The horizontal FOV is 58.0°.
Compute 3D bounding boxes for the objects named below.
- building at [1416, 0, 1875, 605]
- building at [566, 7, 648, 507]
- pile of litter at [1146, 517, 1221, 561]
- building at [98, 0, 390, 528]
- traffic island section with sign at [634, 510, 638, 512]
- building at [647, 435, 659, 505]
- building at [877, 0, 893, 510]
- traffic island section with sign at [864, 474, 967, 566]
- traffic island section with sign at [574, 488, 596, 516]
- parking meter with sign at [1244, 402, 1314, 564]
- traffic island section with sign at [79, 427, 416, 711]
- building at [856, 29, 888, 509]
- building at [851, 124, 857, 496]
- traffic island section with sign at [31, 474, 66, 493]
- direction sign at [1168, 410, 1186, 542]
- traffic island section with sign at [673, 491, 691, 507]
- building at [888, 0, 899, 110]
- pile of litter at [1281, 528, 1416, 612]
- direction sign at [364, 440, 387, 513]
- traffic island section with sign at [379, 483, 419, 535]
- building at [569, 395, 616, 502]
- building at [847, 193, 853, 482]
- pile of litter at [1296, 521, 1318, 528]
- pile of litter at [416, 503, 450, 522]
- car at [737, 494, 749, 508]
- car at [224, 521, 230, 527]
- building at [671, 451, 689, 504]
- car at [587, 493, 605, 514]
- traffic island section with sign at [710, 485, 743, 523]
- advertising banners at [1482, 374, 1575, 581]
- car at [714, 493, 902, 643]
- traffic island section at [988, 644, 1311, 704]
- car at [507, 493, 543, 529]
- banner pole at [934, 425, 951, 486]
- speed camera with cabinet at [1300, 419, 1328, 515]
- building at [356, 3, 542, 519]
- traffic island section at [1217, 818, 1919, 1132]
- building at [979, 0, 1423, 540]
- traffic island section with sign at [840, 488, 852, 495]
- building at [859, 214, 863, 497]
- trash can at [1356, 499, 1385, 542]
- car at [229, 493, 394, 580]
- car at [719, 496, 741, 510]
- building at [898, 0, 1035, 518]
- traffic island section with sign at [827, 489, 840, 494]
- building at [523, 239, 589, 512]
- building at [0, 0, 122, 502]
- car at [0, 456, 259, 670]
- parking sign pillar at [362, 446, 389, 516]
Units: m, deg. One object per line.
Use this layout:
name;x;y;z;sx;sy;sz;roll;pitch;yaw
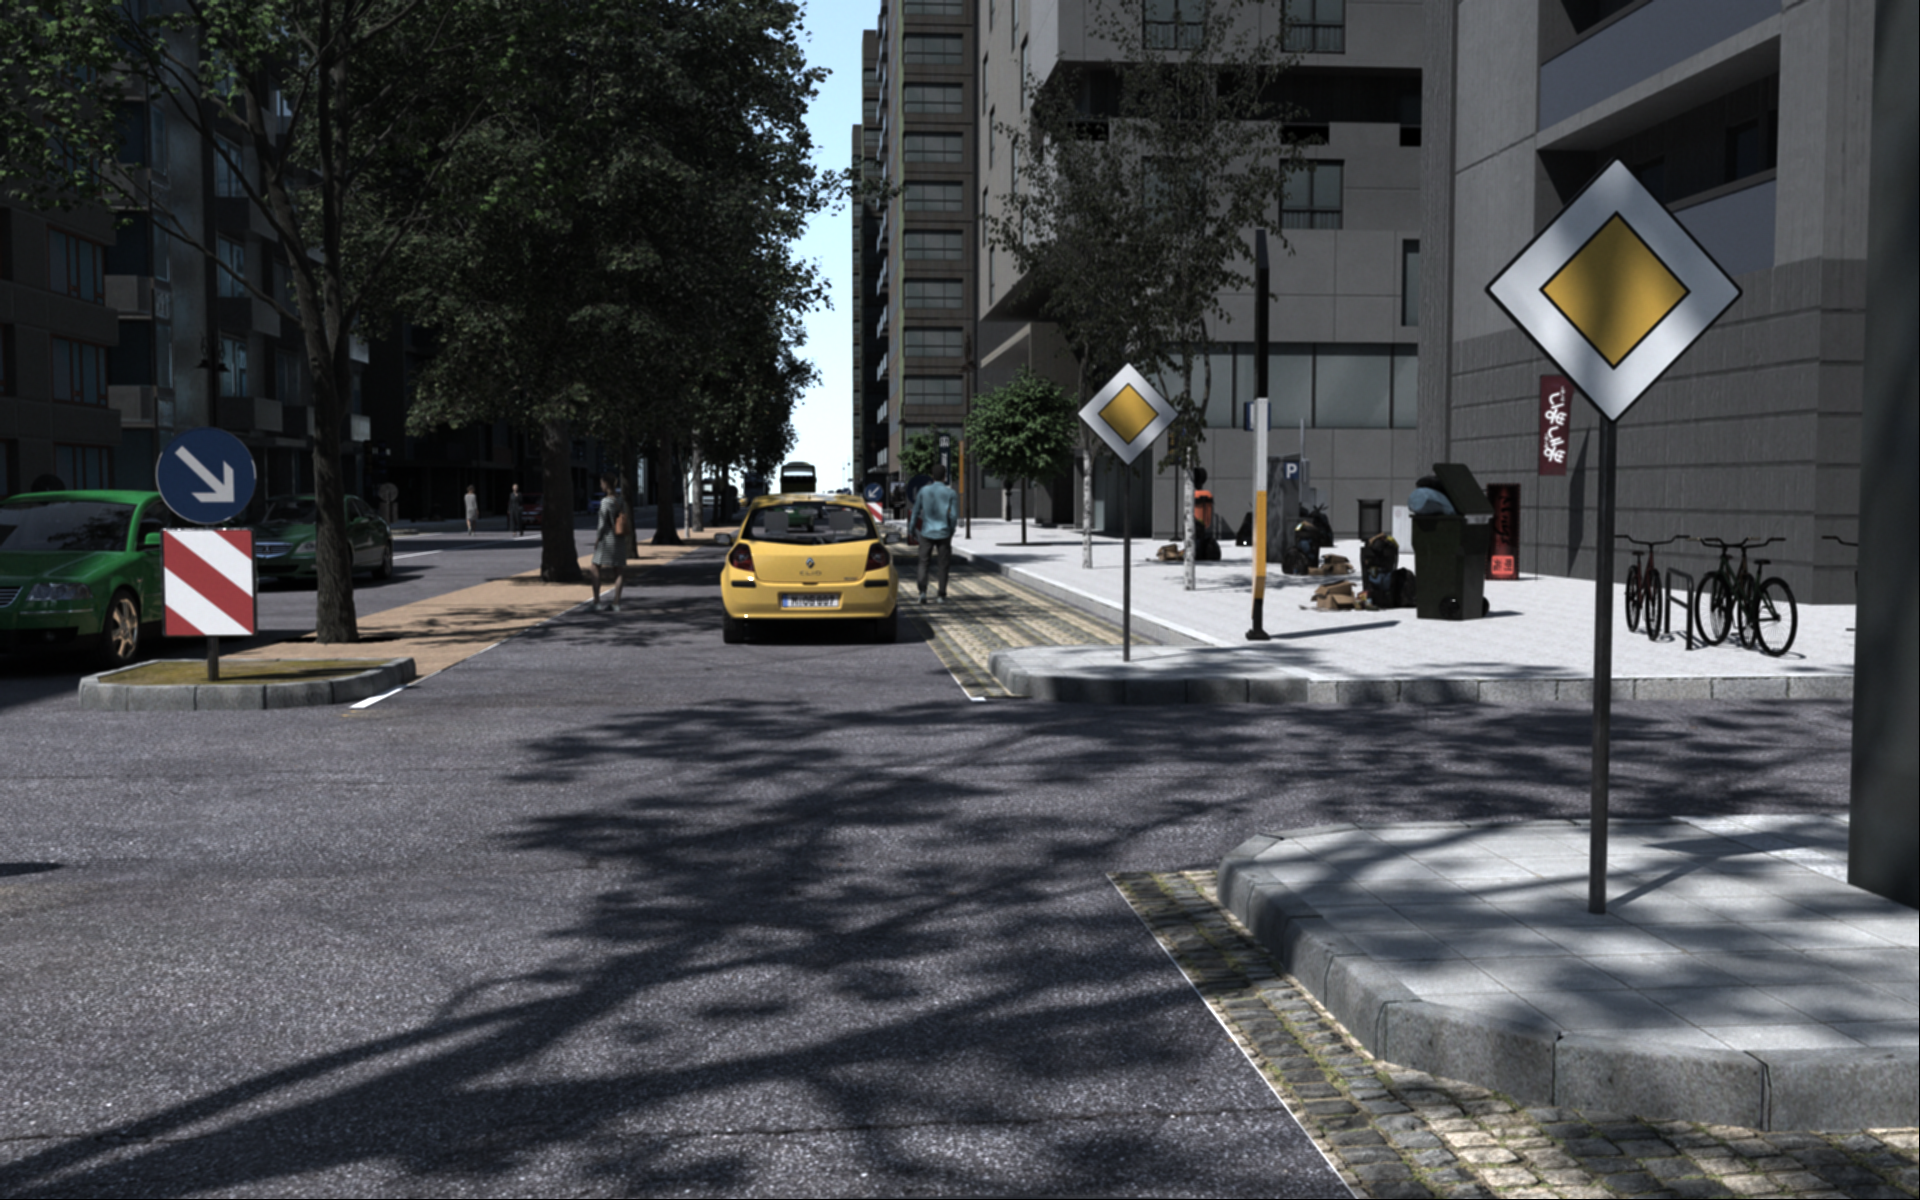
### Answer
building;23.414;-29.473;23.883;28.212;58.520;21.231;0;4;-5
building;-44.291;-53.240;183.147;22.319;86.520;31.000;0;4;-5
pile of litter;4.343;-1.198;33.558;1.719;0.858;1.176;-1;4;-18
building;-36.605;-27.350;66.773;23.786;49.044;30.456;0;4;-5
traffic island section with sign;-26.681;-7.909;137.941;1.989;1.847;2.006;0;4;-5
building;-43.045;-34.111;207.822;14.600;45.320;14.200;0;4;-5
building;4.937;-31.533;135.165;23.786;49.044;30.456;0;4;-5
traffic island section with sign;-0.924;-1.638;35.413;1.989;1.847;2.006;0;4;-5
traffic island section with sign;-24.403;-6.266;111.082;1.989;1.847;2.006;0;4;-5
parking meter with sign;5.954;-2.196;32.164;0.543;3.016;1.738;-1;4;-22
traffic island section with sign;-5.156;-0.260;12.393;2.006;1.907;1.989;0;4;-5
building;-1.885;-28.963;157.134;14.154;41.232;14.086;0;4;-5
building;-5.161;-31.286;195.120;14.154;41.232;14.086;0;4;-5
traffic island section with sign;-17.796;-1.517;33.428;1.989;1.847;2.006;0;4;-5
direction sign;5.866;-3.356;46.864;0.379;3.537;0.876;-2;4;-25
traffic island section with sign;-31.446;-11.324;193.773;1.989;1.847;2.006;0;4;-5
building;2.570;-28.262;112.200;14.600;45.320;14.200;0;4;-5
pile of litter;4.502;-0.342;19.553;1.719;0.858;1.176;-2;4;-26
direction sign;-24.500;-4.932;72.636;0.876;3.537;0.379;-2;4;-24
traffic island section with sign;-20.109;-3.186;60.726;1.989;1.847;2.006;0;4;-5
building;-46.187;-27.781;146.103;32.217;40.220;23.993;0;4;-5
building;-3.190;-37.474;232.307;23.786;49.044;30.456;0;4;-5
pile of litter;5.847;-0.853;27.911;1.719;0.858;1.176;-3;5;-39
pile of litter;-24.616;-4.089;80.819;1.719;0.858;1.176;3;4;38
car;-23.413;-10.625;183.936;2.015;1.641;3.980;0;4;-6
car;-13.237;-0.990;27.992;2.131;1.459;4.920;0;4;-6
building;-44.739;-33.797;236.183;14.154;41.232;14.086;0;4;-5
car;-25.114;-6.851;121.603;1.945;1.707;3.694;0;4;-4
traffic island section with sign;-11.544;-4.839;87.261;2.006;1.907;1.989;0;4;-5
advertising banners;8.015;-1.801;25.633;2.074;3.025;0.090;1;4;16
car;-1.581;-0.482;18.110;2.015;1.641;3.980;0;4;-5
traffic island section;1.295;0.550;13.281;2.009;0.180;2.903;0;4;-5
car;-17.153;-3.732;70.055;2.155;1.783;4.494;0;4;-5
banner pole;-0.701;-4.456;62.879;0.863;3.779;0.401;2;4;31
speed camera with cabinet;9.207;-3.176;46.262;0.660;3.252;2.038;2;4;32
building;-36.415;-27.199;99.331;22.147;44.769;28.867;0;4;-5
traffic island section;1.973;1.037;5.325;2.009;0.180;2.903;0;4;-5
building;15.276;-28.876;61.355;28.713;52.752;27.495;0;4;-5
traffic island section with sign;-3.259;-3.317;62.854;1.989;1.847;2.006;0;4;-5
building;-3.500;-25.042;181.142;14.160;30.474;14.107;0;4;-5
trash can;10.991;-2.126;46.406;0.748;1.137;0.748;0;3;0
car;-10.373;-0.972;27.683;2.131;1.459;4.920;0;4;-6
car;-20.507;-8.844;154.382;2.009;1.686;4.222;0;4;-6
building;3.474;-25.313;97.456;14.154;41.232;14.086;0;4;-5
traffic island section with sign;-9.803;-8.007;139.549;1.989;1.847;2.006;0;4;-5
building;-37.832;-41.901;123.340;20.563;71.187;20.611;0;4;-5
building;-33.703;-11.170;27.667;27.650;21.520;28.899;0;4;-5
car;-7.781;-0.407;15.451;1.959;1.807;4.718;0;4;-4
parking sign pillar;-28.840;-5.921;85.287;1.447;3.967;1.447;-3;5;-42
